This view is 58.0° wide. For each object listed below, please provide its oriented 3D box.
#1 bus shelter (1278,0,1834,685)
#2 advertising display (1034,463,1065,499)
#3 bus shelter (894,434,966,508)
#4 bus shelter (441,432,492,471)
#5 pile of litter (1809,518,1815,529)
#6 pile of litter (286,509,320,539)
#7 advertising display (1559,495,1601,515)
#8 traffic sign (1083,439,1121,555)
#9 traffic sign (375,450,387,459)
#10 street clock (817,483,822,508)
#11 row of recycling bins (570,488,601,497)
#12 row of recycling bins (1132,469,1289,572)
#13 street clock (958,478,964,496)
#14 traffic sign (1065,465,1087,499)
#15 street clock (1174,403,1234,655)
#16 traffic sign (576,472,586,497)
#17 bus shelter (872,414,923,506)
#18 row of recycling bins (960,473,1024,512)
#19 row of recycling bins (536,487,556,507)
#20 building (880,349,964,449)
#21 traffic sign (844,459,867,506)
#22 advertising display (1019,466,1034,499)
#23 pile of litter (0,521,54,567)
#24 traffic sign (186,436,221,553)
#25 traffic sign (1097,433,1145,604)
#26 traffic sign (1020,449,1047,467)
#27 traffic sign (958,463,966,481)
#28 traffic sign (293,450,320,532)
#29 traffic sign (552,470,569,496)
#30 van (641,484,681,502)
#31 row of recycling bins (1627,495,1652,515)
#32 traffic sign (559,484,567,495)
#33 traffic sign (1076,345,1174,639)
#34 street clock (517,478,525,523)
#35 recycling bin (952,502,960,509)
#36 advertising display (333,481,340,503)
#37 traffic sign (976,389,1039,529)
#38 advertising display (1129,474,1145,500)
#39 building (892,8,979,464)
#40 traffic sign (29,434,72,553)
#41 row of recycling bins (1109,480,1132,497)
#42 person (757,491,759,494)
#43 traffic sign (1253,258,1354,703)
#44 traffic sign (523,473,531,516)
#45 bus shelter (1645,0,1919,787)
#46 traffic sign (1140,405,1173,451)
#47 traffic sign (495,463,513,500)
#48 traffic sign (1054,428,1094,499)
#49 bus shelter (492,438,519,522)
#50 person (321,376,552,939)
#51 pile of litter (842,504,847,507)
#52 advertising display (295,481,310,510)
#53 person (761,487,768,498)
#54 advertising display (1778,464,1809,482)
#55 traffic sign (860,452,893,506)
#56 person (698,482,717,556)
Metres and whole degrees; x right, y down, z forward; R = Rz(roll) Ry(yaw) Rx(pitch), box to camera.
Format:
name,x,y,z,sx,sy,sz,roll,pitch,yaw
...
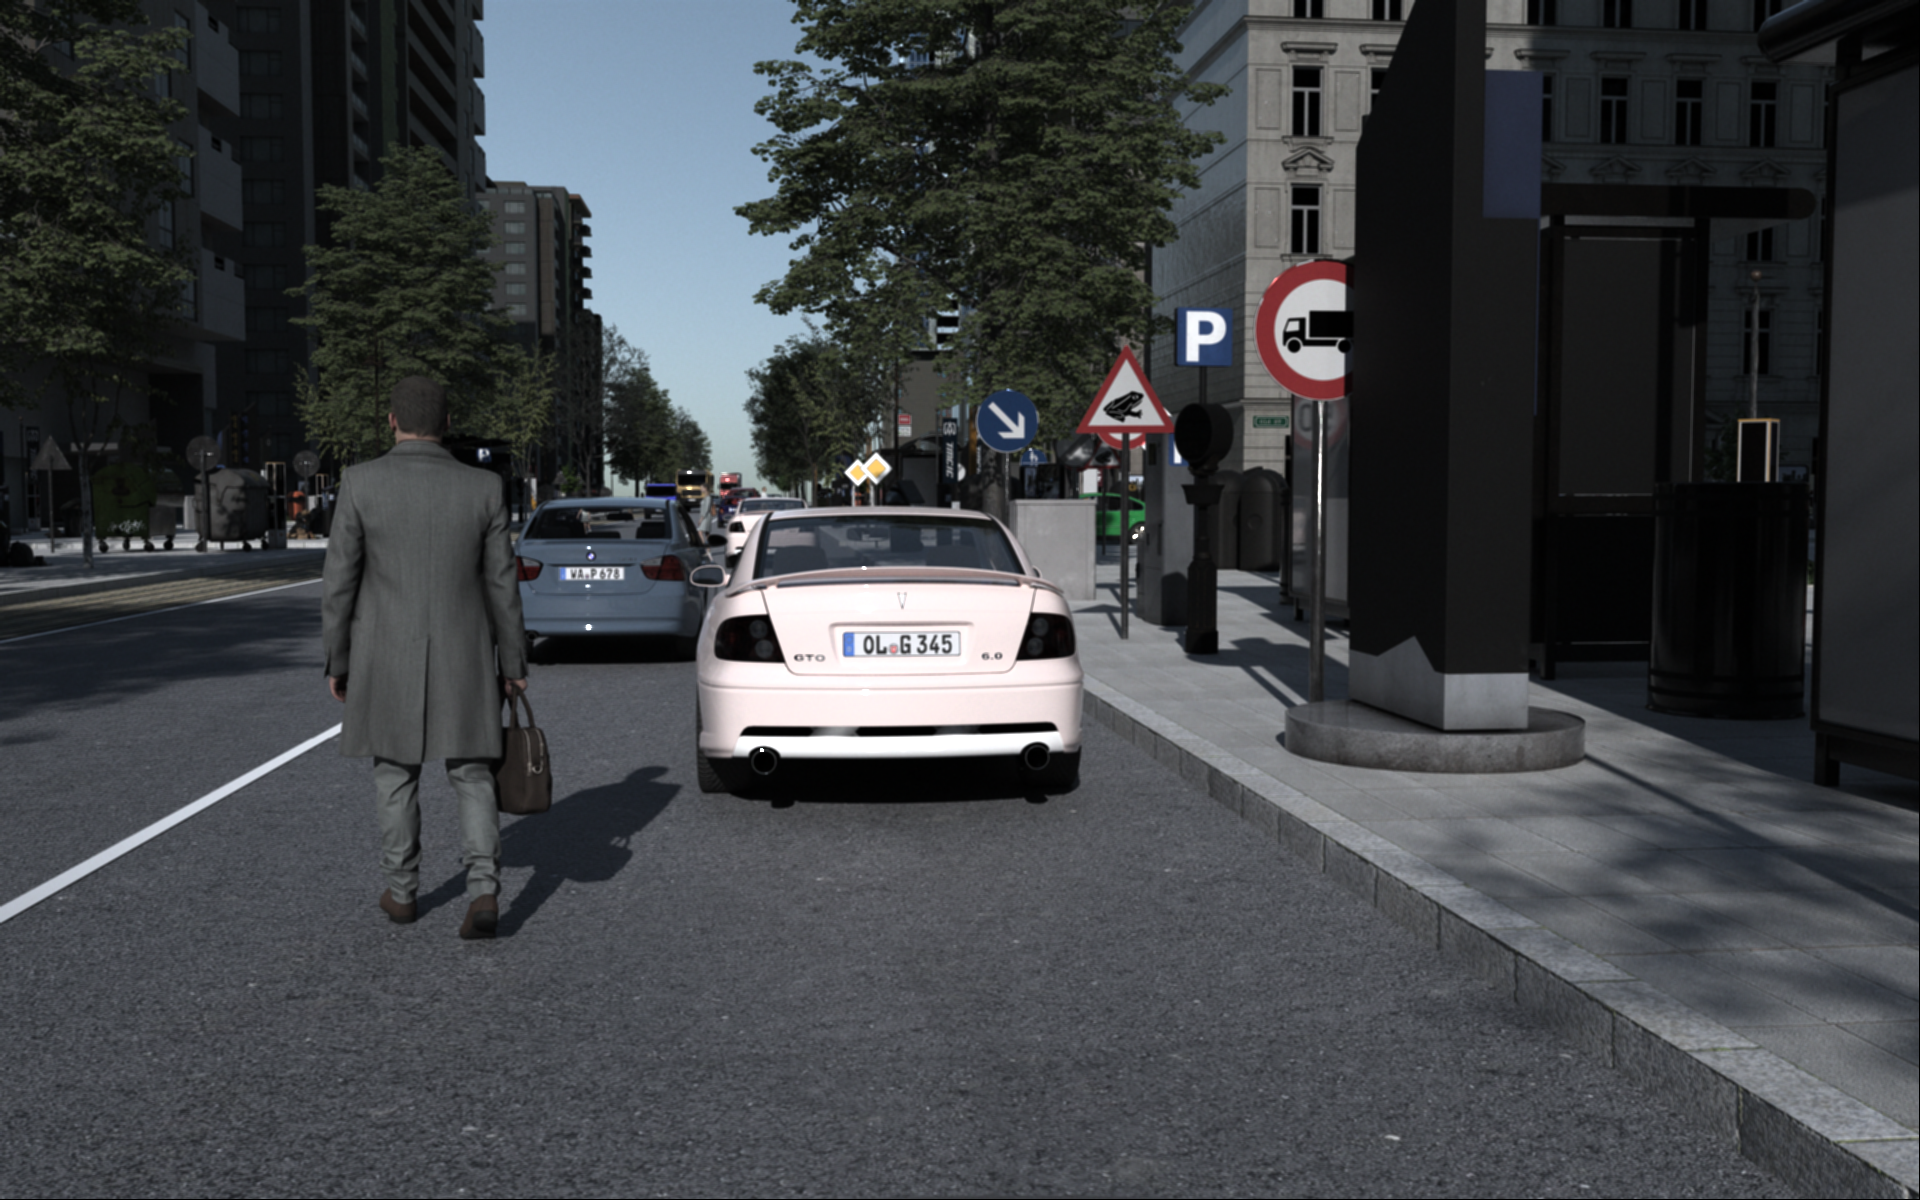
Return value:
name,x,y,z,sx,sy,sz,roll,pitch,yaw
bus shelter,4.342,-2.352,16.087,2.179,5.291,8.768,0,4,-6
advertising display,1.916,-1.915,36.521,0.123,1.923,0.974,-2,4,-26
bus shelter,-1.110,-4.124,61.350,2.014,3.302,5.546,0,4,-7
bus shelter,-20.048,-4.730,68.615,1.731,3.624,6.357,0,4,-7
pile of litter,31.003,-3.033,63.558,1.176,0.858,1.719,-1,4,-12
pile of litter,-18.909,-2.165,49.370,1.176,0.858,1.719,-3,5,-42
advertising display,13.301,-1.955,37.177,0.974,1.923,0.123,3,5,40
traffic sign,3.033,-2.228,36.438,0.884,2.594,0.081,0,4,0
traffic sign,-13.263,-2.219,39.917,0.795,2.450,0.064,0,4,-6
street clock,-9.565,-6.866,116.825,0.471,2.002,0.358,1,4,11
row of recycling bins,-25.414,-6.775,117.892,1.069,1.692,3.534,1,4,19
row of recycling bins,4.446,-1.405,30.091,1.069,1.692,3.534,-2,4,-27
street clock,0.056,-4.323,75.254,0.358,2.002,0.471,2,4,30
traffic sign,2.724,-2.451,40.172,0.768,2.556,0.104,0,4,-1
street clock,1.947,-0.570,13.891,0.358,2.002,0.471,-2,4,-33
traffic sign,-22.757,-6.320,103.337,0.884,2.594,0.081,0,4,-4
bus shelter,-3.204,-6.514,84.140,2.179,5.291,8.768,0,4,-7
row of recycling bins,0.713,-1.727,35.341,1.069,1.692,3.534,1,4,11
row of recycling bins,-22.920,-5.414,95.634,1.069,1.692,3.534,0,4,-6
building,3.749,-24.200,240.716,27.650,21.520,28.899,0,4,-6
traffic sign,-2.895,-2.781,49.113,0.795,2.450,0.064,0,4,-6
advertising display,1.562,-2.099,39.527,0.123,1.923,0.974,1,4,20
pile of litter,-17.056,-1.019,30.634,1.719,0.858,1.176,-1,4,-10
traffic sign,-16.487,-2.302,37.749,0.768,2.556,0.104,0,4,3
traffic sign,1.905,-1.222,20.092,0.768,2.556,0.104,0,4,-6
traffic sign,2.071,-2.973,48.720,0.768,2.556,0.104,0,4,-1
traffic sign,-0.158,-4.306,70.516,0.768,2.556,0.104,0,4,-2
traffic sign,-19.055,-3.083,50.507,0.768,2.556,0.104,0,4,-4
traffic sign,-21.292,-5.645,92.299,0.884,2.594,0.081,0,4,1
van,-17.137,-5.820,99.538,2.240,2.365,5.245,-1,4,-8
row of recycling bins,41.682,-5.997,105.168,1.069,1.692,3.534,-2,4,-27
traffic sign,-23.403,-6.304,103.068,0.884,2.594,0.081,0,4,-4
traffic sign,1.455,-0.932,15.244,0.884,2.594,0.081,0,4,0
street clock,-19.607,-4.449,77.310,0.358,2.002,0.471,0,4,1
recycling bin,-0.019,-2.779,57.991,0.722,1.027,0.722,2,4,34
advertising display,-31.355,-5.053,87.826,0.123,1.923,0.974,2,4,30
traffic sign,0.579,-1.291,21.213,0.768,2.556,0.104,0,4,3
advertising display,5.713,-3.164,56.950,0.974,1.923,0.123,-3,5,-45
building,-1.714,-58.442,268.197,22.319,86.520,31.000,0,4,-6
traffic sign,-19.770,-2.304,37.667,0.884,2.594,0.081,0,4,-5
row of recycling bins,6.179,-2.719,51.570,3.534,1.692,1.069,0,4,-6
person,-27.211,-13.776,233.364,1.348,1.869,0.705,2,4,23
traffic sign,1.967,-0.573,9.483,0.768,2.556,0.104,0,4,-4
traffic sign,-25.660,-6.306,103.204,0.768,2.556,0.104,0,4,-5
bus shelter,4.730,-1.744,6.144,2.179,5.291,8.768,0,4,-7
traffic sign,2.515,-1.269,21.932,0.795,2.450,0.064,0,4,-5
traffic sign,-18.780,-4.357,71.347,0.768,2.556,0.104,0,4,1
traffic sign,2.192,-2.028,33.265,0.768,2.556,0.104,0,4,-1
bus shelter,-20.524,-5.159,75.631,1.731,3.624,6.357,0,4,-7
person,-1.726,0.178,5.685,0.694,1.812,0.767,-1,4,-23
pile of litter,-5.121,-3.833,76.631,1.719,0.858,1.176,1,4,13
advertising display,-31.682,-4.788,83.497,0.123,1.923,0.974,1,4,13
person,-10.037,-4.870,88.348,0.641,1.798,0.478,3,4,37
advertising display,17.955,-1.982,37.625,0.974,1.923,0.123,-1,4,-13
traffic sign,-1.989,-2.296,41.179,0.795,2.450,0.064,0,4,-6
person,-5.880,-1.869,40.063,0.522,1.701,0.512,-1,4,-15
